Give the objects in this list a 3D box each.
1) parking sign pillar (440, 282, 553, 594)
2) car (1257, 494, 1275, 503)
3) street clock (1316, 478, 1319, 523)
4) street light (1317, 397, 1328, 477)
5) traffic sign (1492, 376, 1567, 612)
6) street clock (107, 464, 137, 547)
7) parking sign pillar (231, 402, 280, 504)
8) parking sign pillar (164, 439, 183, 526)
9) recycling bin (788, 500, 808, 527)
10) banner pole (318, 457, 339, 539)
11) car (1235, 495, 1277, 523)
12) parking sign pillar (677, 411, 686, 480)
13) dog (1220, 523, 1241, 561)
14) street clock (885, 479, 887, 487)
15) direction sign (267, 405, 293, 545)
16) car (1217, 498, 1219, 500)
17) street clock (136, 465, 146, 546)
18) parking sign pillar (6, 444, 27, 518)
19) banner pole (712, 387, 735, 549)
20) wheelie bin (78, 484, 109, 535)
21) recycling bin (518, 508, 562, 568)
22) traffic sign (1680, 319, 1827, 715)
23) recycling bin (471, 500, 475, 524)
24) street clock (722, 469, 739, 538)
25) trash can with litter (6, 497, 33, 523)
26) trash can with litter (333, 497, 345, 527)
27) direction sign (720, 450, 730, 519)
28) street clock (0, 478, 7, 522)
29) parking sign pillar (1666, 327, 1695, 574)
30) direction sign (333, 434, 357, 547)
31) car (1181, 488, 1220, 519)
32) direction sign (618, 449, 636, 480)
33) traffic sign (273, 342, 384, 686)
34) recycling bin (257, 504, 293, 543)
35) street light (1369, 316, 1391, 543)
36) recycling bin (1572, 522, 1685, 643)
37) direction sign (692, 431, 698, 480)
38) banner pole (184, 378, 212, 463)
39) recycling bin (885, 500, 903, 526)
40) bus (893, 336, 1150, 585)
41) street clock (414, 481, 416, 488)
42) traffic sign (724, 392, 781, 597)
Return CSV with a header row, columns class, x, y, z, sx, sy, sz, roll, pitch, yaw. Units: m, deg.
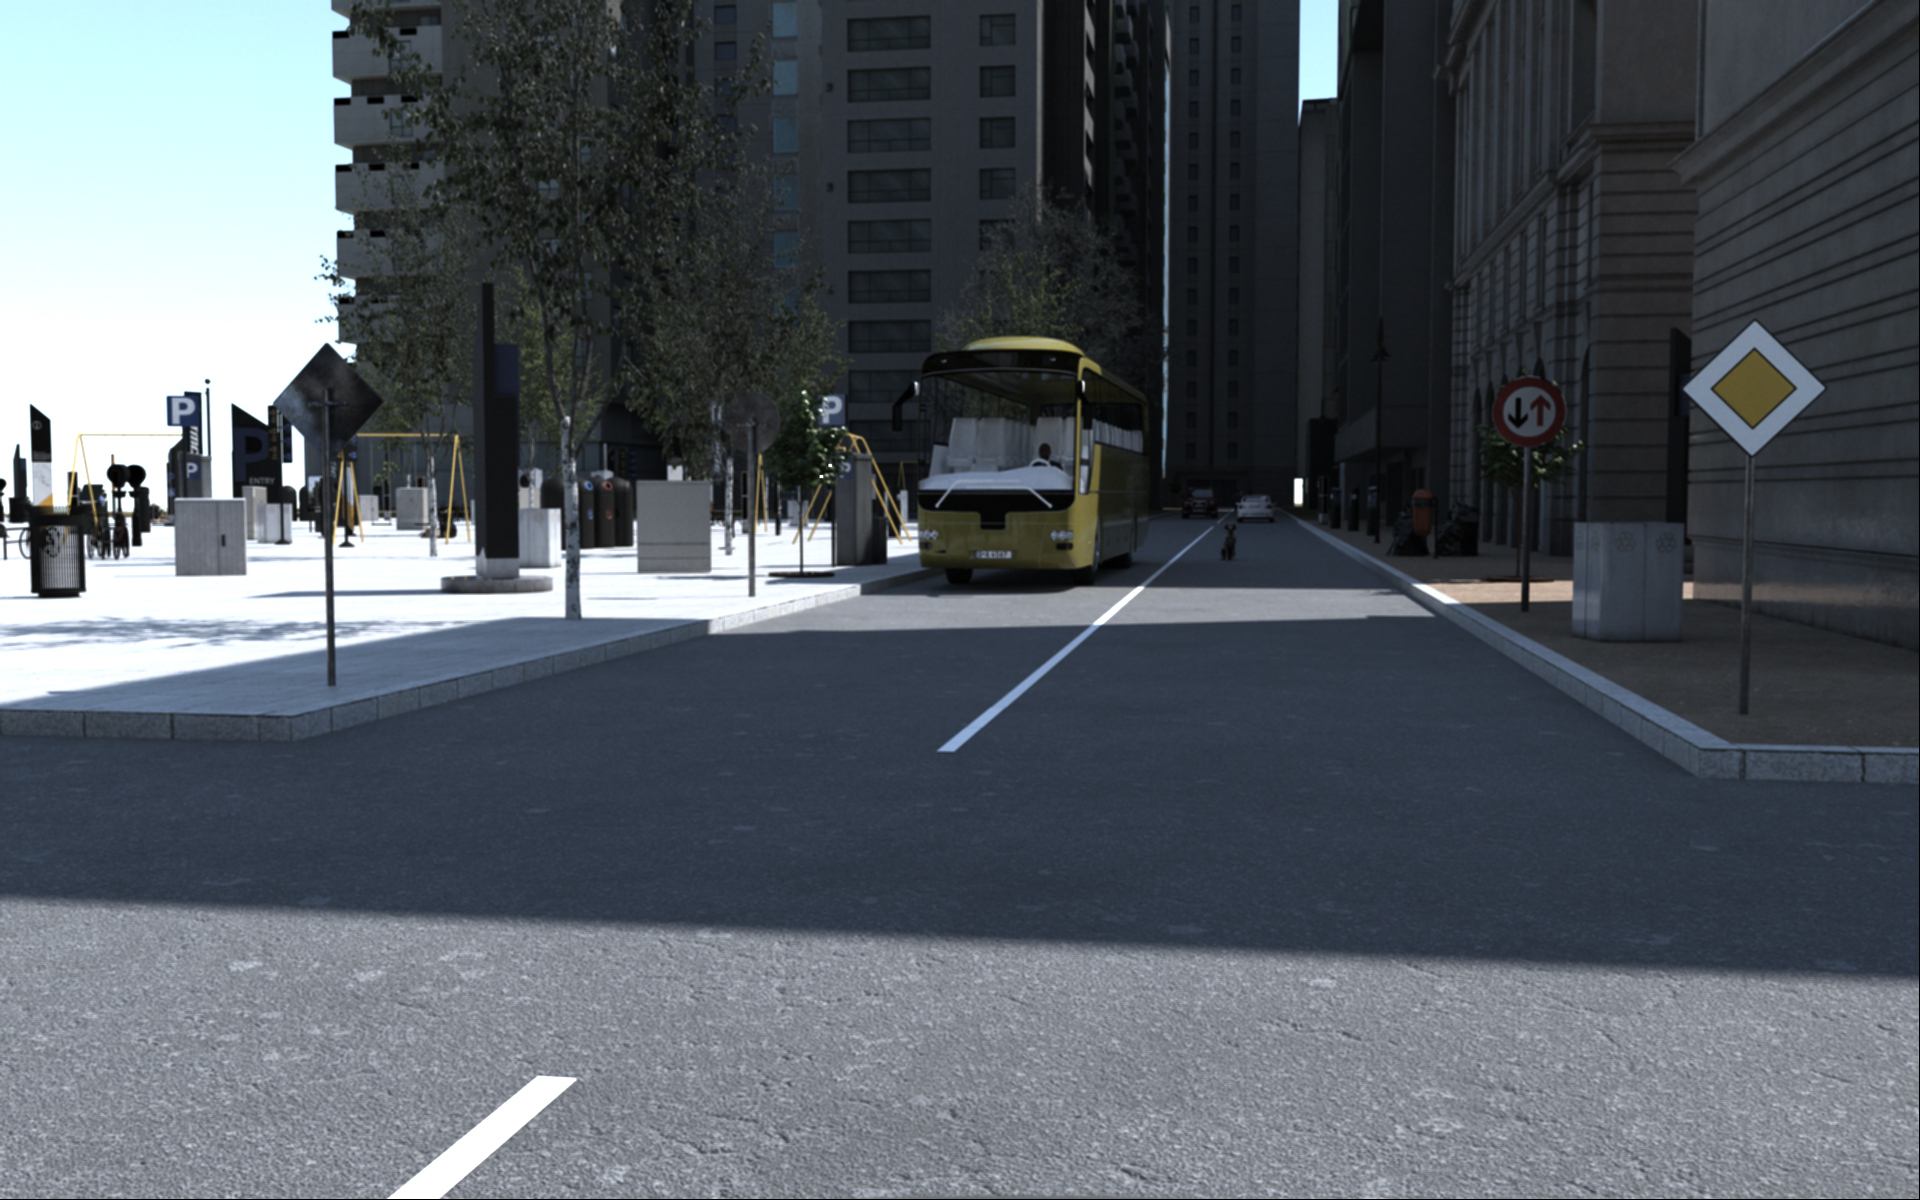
class,x,y,z,sx,sy,sz,roll,pitch,yaw
parking sign pillar,-6.125,-2.100,22.814,1.447,3.967,1.447,-1,4,-22
car,21.072,-6.687,121.330,2.014,1.417,4.499,0,4,8
street clock,16.031,-4.417,76.790,0.358,2.002,0.471,-2,4,-29
street light,17.293,-6.731,82.840,0.468,5.910,1.993,1,4,10
traffic sign,6.167,-1.145,18.825,0.768,2.556,0.104,1,4,16
street clock,-20.285,-2.277,41.800,0.471,2.002,0.358,0,4,8
parking sign pillar,-20.701,-3.821,50.947,1.447,3.967,1.447,-1,4,-18
parking sign pillar,-31.096,-4.940,69.243,1.447,3.967,1.447,1,4,15
recycling bin,-6.416,-3.422,68.500,0.722,1.027,0.722,-1,4,-14
banner pole,-18.193,-3.666,49.954,0.863,3.779,0.401,2,4,28
car,15.006,-4.615,87.815,2.083,1.381,4.827,1,4,10
parking sign pillar,-9.016,-4.088,55.306,1.447,3.967,1.447,-1,4,-15
dog,5.913,-1.267,37.559,0.513,0.831,0.800,3,4,39
street clock,-3.765,-4.899,84.670,0.358,2.002,0.471,2,4,30
direction sign,-17.250,-3.180,43.998,0.876,3.537,0.379,2,4,30
car,19.203,-7.753,135.801,2.155,1.783,4.494,1,4,11
street clock,-20.227,-2.320,42.506,0.471,2.002,0.358,-1,4,-11
parking sign pillar,-50.474,-6.393,92.996,1.447,3.967,1.447,-3,4,-38
banner pole,-5.594,-3.089,40.520,0.401,3.779,0.863,-3,4,-39
wheelie bin,-27.475,-2.875,54.910,0.980,1.594,0.693,0,4,4
recycling bin,-7.412,-1.082,30.244,0.722,1.027,0.722,0,4,4
traffic sign,4.566,-0.391,10.035,0.795,2.450,0.064,1,4,10
recycling bin,-20.469,-3.763,74.072,0.722,1.027,0.722,-2,4,-30
street clock,-6.687,-2.799,50.327,0.471,2.002,0.358,2,4,27
trash can with litter,-42.218,-4.058,77.737,1.055,1.170,0.624,-3,5,-42
trash can with litter,-24.147,-3.441,67.651,0.624,1.170,1.055,-1,4,-11
direction sign,-12.196,-5.945,89.196,0.876,3.537,0.379,-3,5,-42
street clock,-43.788,-4.556,79.068,0.471,2.002,0.358,-1,4,-10
parking sign pillar,12.204,-2.429,28.194,1.447,3.967,1.447,-1,4,-15
direction sign,-14.870,-3.051,41.880,0.379,3.537,0.876,1,4,20
car,14.195,-5.726,102.292,2.281,1.827,5.304,1,4,9
direction sign,-16.754,-5.826,87.245,0.876,3.537,0.379,-2,4,-26
traffic sign,-4.202,-0.482,11.528,0.795,2.450,0.064,1,4,10
recycling bin,-17.979,-2.011,45.435,0.722,1.027,0.722,-3,4,-37
street light,10.933,-4.429,45.205,0.468,5.910,1.993,1,4,10
recycling bin,5.886,-0.167,15.284,0.722,1.027,0.722,0,4,-1
direction sign,-9.147,-4.147,59.795,0.379,3.537,0.876,0,4,1
banner pole,-16.375,-2.896,37.367,0.401,3.779,0.863,2,4,25
recycling bin,-2.723,-3.572,70.962,0.722,1.027,0.722,0,4,3
bus,1.596,-2.395,30.701,2.896,3.916,12.252,1,4,11
street clock,-25.494,-4.718,81.709,0.471,2.002,0.358,1,4,11
traffic sign,-2.601,-1.314,21.583,0.768,2.556,0.104,1,4,18
